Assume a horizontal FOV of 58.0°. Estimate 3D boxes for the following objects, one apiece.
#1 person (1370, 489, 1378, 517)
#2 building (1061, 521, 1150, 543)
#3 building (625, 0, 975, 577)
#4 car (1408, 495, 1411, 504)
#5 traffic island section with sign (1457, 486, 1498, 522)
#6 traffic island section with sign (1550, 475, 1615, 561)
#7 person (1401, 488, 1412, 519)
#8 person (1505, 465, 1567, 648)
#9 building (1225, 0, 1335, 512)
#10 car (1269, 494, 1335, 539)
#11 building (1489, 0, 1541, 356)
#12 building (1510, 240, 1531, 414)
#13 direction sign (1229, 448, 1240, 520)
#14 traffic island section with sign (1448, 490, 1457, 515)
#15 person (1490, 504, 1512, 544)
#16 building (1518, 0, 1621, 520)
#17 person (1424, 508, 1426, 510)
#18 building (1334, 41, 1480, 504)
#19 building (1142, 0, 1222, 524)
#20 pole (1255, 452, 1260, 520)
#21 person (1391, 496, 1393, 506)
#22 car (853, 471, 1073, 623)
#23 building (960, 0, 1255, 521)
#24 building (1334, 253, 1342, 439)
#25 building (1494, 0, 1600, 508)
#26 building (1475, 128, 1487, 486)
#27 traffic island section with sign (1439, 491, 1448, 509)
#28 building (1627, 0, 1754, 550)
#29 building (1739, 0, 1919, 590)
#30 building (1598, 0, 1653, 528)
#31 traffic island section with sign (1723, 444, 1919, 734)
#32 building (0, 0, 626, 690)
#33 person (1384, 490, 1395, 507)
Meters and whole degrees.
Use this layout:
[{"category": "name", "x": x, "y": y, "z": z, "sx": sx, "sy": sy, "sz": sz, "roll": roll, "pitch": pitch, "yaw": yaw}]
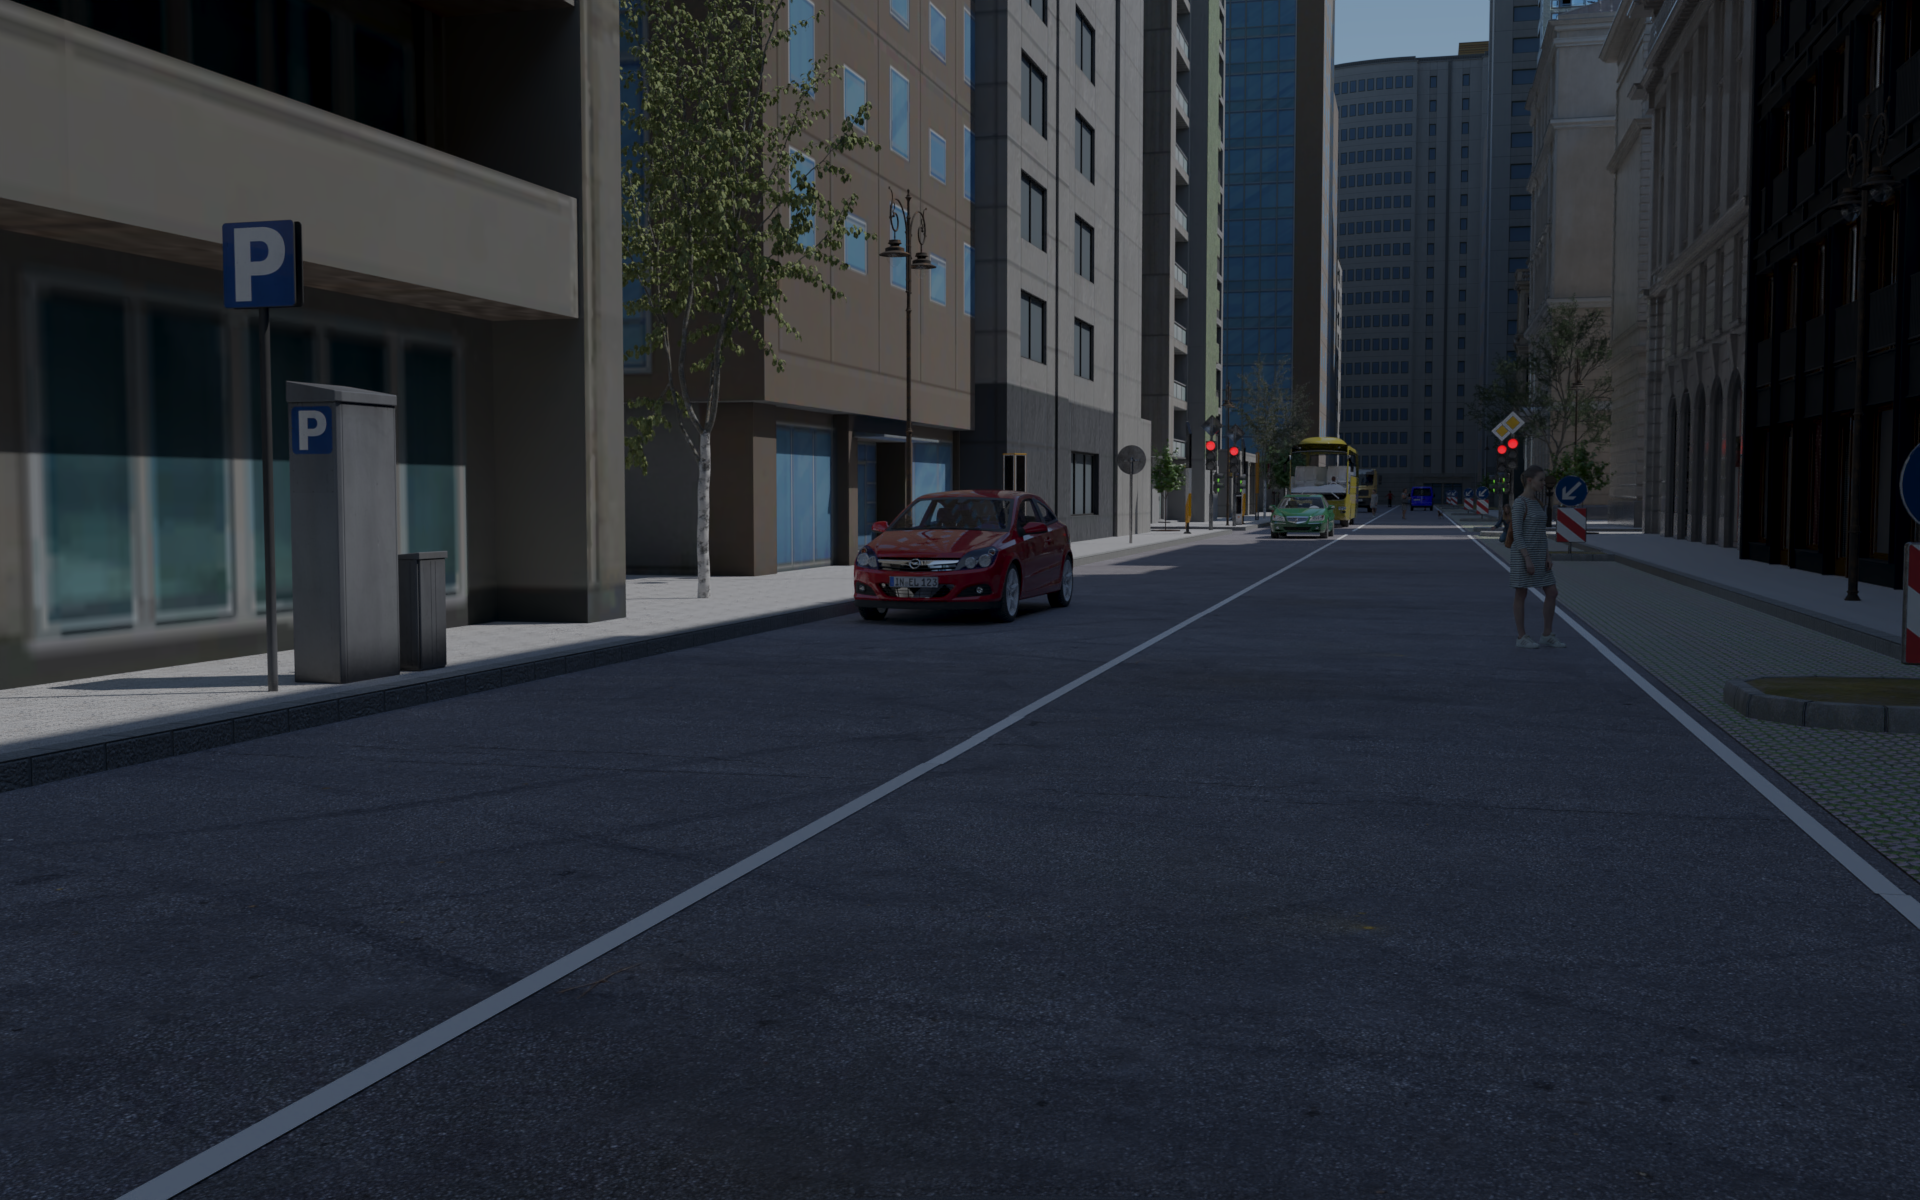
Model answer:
[{"category": "person", "x": 25.402, "y": -5.935, "z": 106.286, "sx": 0.466, "sy": 1.731, "sz": 0.760, "roll": 0, "pitch": 4, "yaw": 6}, {"category": "building", "x": -6.169, "y": -37.349, "z": 48.909, "sx": 20.611, "sy": 71.187, "sz": 20.563, "roll": 1, "pitch": 4, "yaw": 15}, {"category": "building", "x": -7.812, "y": -23.459, "z": 33.658, "sx": 14.600, "sy": 45.320, "sz": 14.200, "roll": 1, "pitch": 4, "yaw": 15}, {"category": "car", "x": 55.586, "y": -12.306, "z": 213.208, "sx": 2.014, "sy": 1.417, "sz": 4.499, "roll": 1, "pitch": 4, "yaw": 17}, {"category": "traffic island section with sign", "x": 27.103, "y": -4.996, "z": 90.308, "sx": 1.989, "sy": 1.847, "sz": 2.006, "roll": 1, "pitch": 4, "yaw": 15}, {"category": "traffic island section with sign", "x": 13.150, "y": -1.783, "z": 37.781, "sx": 1.989, "sy": 1.847, "sz": 2.006, "roll": 1, "pitch": 4, "yaw": 15}, {"category": "person", "x": 25.312, "y": -5.474, "z": 98.362, "sx": 0.532, "sy": 1.782, "sz": 0.716, "roll": 2, "pitch": 4, "yaw": 32}, {"category": "person", "x": 5.323, "y": -0.406, "z": 16.148, "sx": 0.512, "sy": 1.701, "sz": 0.522, "roll": -3, "pitch": 5, "yaw": -42}, {"category": "building", "x": 20.185, "y": -29.246, "z": 128.275, "sx": 14.600, "sy": 45.320, "sz": 14.200, "roll": 1, "pitch": 4, "yaw": 15}, {"category": "car", "x": 11.366, "y": -2.785, "z": 57.333, "sx": 2.131, "sy": 1.459, "sz": 4.920, "roll": 1, "pitch": 4, "yaw": 16}, {"category": "building", "x": 65.395, "y": -38.987, "z": 179.439, "sx": 21.231, "sy": 58.520, "sz": 28.212, "roll": 1, "pitch": 4, "yaw": 15}, {"category": "building", "x": 45.787, "y": -18.383, "z": 119.646, "sx": 14.460, "sy": 24.649, "sz": 34.723, "roll": 1, "pitch": 4, "yaw": 15}, {"category": "direction sign", "x": 13.358, "y": -5.660, "z": 84.536, "sx": 0.876, "sy": 3.537, "sz": 0.379, "roll": -3, "pitch": 5, "yaw": -42}, {"category": "traffic island section with sign", "x": 34.039, "y": -6.589, "z": 116.359, "sx": 1.989, "sy": 1.847, "sz": 2.006, "roll": 1, "pitch": 4, "yaw": 15}, {"category": "person", "x": 15.636, "y": -2.148, "z": 49.113, "sx": 1.012, "sy": 1.151, "sz": 0.738, "roll": 2, "pitch": 4, "yaw": 29}, {"category": "building", "x": 37.775, "y": -18.803, "z": 93.328, "sx": 13.634, "sy": 28.700, "sz": 20.117, "roll": 1, "pitch": 4, "yaw": 15}, {"category": "person", "x": 40.533, "y": -8.539, "z": 151.339, "sx": 0.697, "sy": 1.427, "sz": 0.421, "roll": 3, "pitch": 4, "yaw": 36}, {"category": "building", "x": 58.631, "y": -42.167, "z": 231.430, "sx": 28.212, "sy": 58.520, "sz": 21.231, "roll": 1, "pitch": 4, "yaw": 15}, {"category": "building", "x": 3.913, "y": -24.106, "z": 77.731, "sx": 14.154, "sy": 41.232, "sz": 14.086, "roll": 1, "pitch": 4, "yaw": 15}, {"category": "pole", "x": 14.543, "y": -5.558, "z": 84.720, "sx": 0.158, "sy": 3.312, "sz": 0.155, "roll": 0, "pitch": 3, "yaw": 0}, {"category": "person", "x": 48.293, "y": -11.163, "z": 194.275, "sx": 1.065, "sy": 1.426, "sz": 0.557, "roll": -3, "pitch": 5, "yaw": -40}, {"category": "car", "x": 0.119, "y": -0.719, "z": 20.804, "sx": 2.155, "sy": 1.783, "sz": 4.494, "roll": 1, "pitch": 4, "yaw": 16}, {"category": "building", "x": 7.547, "y": -40.755, "z": 104.596, "sx": 20.563, "sy": 71.187, "sz": 20.611, "roll": 1, "pitch": 4, "yaw": 15}, {"category": "building", "x": 38.810, "y": -26.772, "z": 209.429, "sx": 14.107, "sy": 30.474, "sz": 14.160, "roll": 1, "pitch": 4, "yaw": 15}, {"category": "building", "x": 59.206, "y": -51.180, "z": 149.463, "sx": 22.319, "sy": 86.520, "sz": 31.000, "roll": 1, "pitch": 4, "yaw": 15}, {"category": "building", "x": 67.995, "y": -33.728, "z": 201.555, "sx": 14.600, "sy": 45.320, "sz": 14.200, "roll": 1, "pitch": 4, "yaw": 15}, {"category": "traffic island section with sign", "x": 47.105, "y": -9.600, "z": 165.592, "sx": 1.989, "sy": 1.847, "sz": 2.006, "roll": 1, "pitch": 4, "yaw": 15}, {"category": "building", "x": 25.010, "y": -12.326, "z": 43.337, "sx": 13.314, "sy": 21.916, "sz": 24.055, "roll": 1, "pitch": 4, "yaw": 15}, {"category": "building", "x": 19.271, "y": -11.898, "z": 24.215, "sx": 12.332, "sy": 23.373, "sz": 15.834, "roll": 1, "pitch": 4, "yaw": 15}, {"category": "building", "x": 35.744, "y": -14.583, "z": 67.316, "sx": 19.941, "sy": 23.489, "sz": 11.050, "roll": 1, "pitch": 4, "yaw": 15}, {"category": "traffic island section with sign", "x": 6.087, "y": -0.155, "z": 11.159, "sx": 1.989, "sy": 1.847, "sz": 2.006, "roll": 1, "pitch": 4, "yaw": 15}, {"category": "building", "x": -16.452, "y": -23.572, "z": 9.101, "sx": 21.300, "sy": 48.544, "sz": 21.600, "roll": 1, "pitch": 4, "yaw": 15}, {"category": "person", "x": 46.030, "y": -10.829, "z": 185.498, "sx": 1.348, "sy": 1.831, "sz": 0.705, "roll": -1, "pitch": 4, "yaw": -12}]
